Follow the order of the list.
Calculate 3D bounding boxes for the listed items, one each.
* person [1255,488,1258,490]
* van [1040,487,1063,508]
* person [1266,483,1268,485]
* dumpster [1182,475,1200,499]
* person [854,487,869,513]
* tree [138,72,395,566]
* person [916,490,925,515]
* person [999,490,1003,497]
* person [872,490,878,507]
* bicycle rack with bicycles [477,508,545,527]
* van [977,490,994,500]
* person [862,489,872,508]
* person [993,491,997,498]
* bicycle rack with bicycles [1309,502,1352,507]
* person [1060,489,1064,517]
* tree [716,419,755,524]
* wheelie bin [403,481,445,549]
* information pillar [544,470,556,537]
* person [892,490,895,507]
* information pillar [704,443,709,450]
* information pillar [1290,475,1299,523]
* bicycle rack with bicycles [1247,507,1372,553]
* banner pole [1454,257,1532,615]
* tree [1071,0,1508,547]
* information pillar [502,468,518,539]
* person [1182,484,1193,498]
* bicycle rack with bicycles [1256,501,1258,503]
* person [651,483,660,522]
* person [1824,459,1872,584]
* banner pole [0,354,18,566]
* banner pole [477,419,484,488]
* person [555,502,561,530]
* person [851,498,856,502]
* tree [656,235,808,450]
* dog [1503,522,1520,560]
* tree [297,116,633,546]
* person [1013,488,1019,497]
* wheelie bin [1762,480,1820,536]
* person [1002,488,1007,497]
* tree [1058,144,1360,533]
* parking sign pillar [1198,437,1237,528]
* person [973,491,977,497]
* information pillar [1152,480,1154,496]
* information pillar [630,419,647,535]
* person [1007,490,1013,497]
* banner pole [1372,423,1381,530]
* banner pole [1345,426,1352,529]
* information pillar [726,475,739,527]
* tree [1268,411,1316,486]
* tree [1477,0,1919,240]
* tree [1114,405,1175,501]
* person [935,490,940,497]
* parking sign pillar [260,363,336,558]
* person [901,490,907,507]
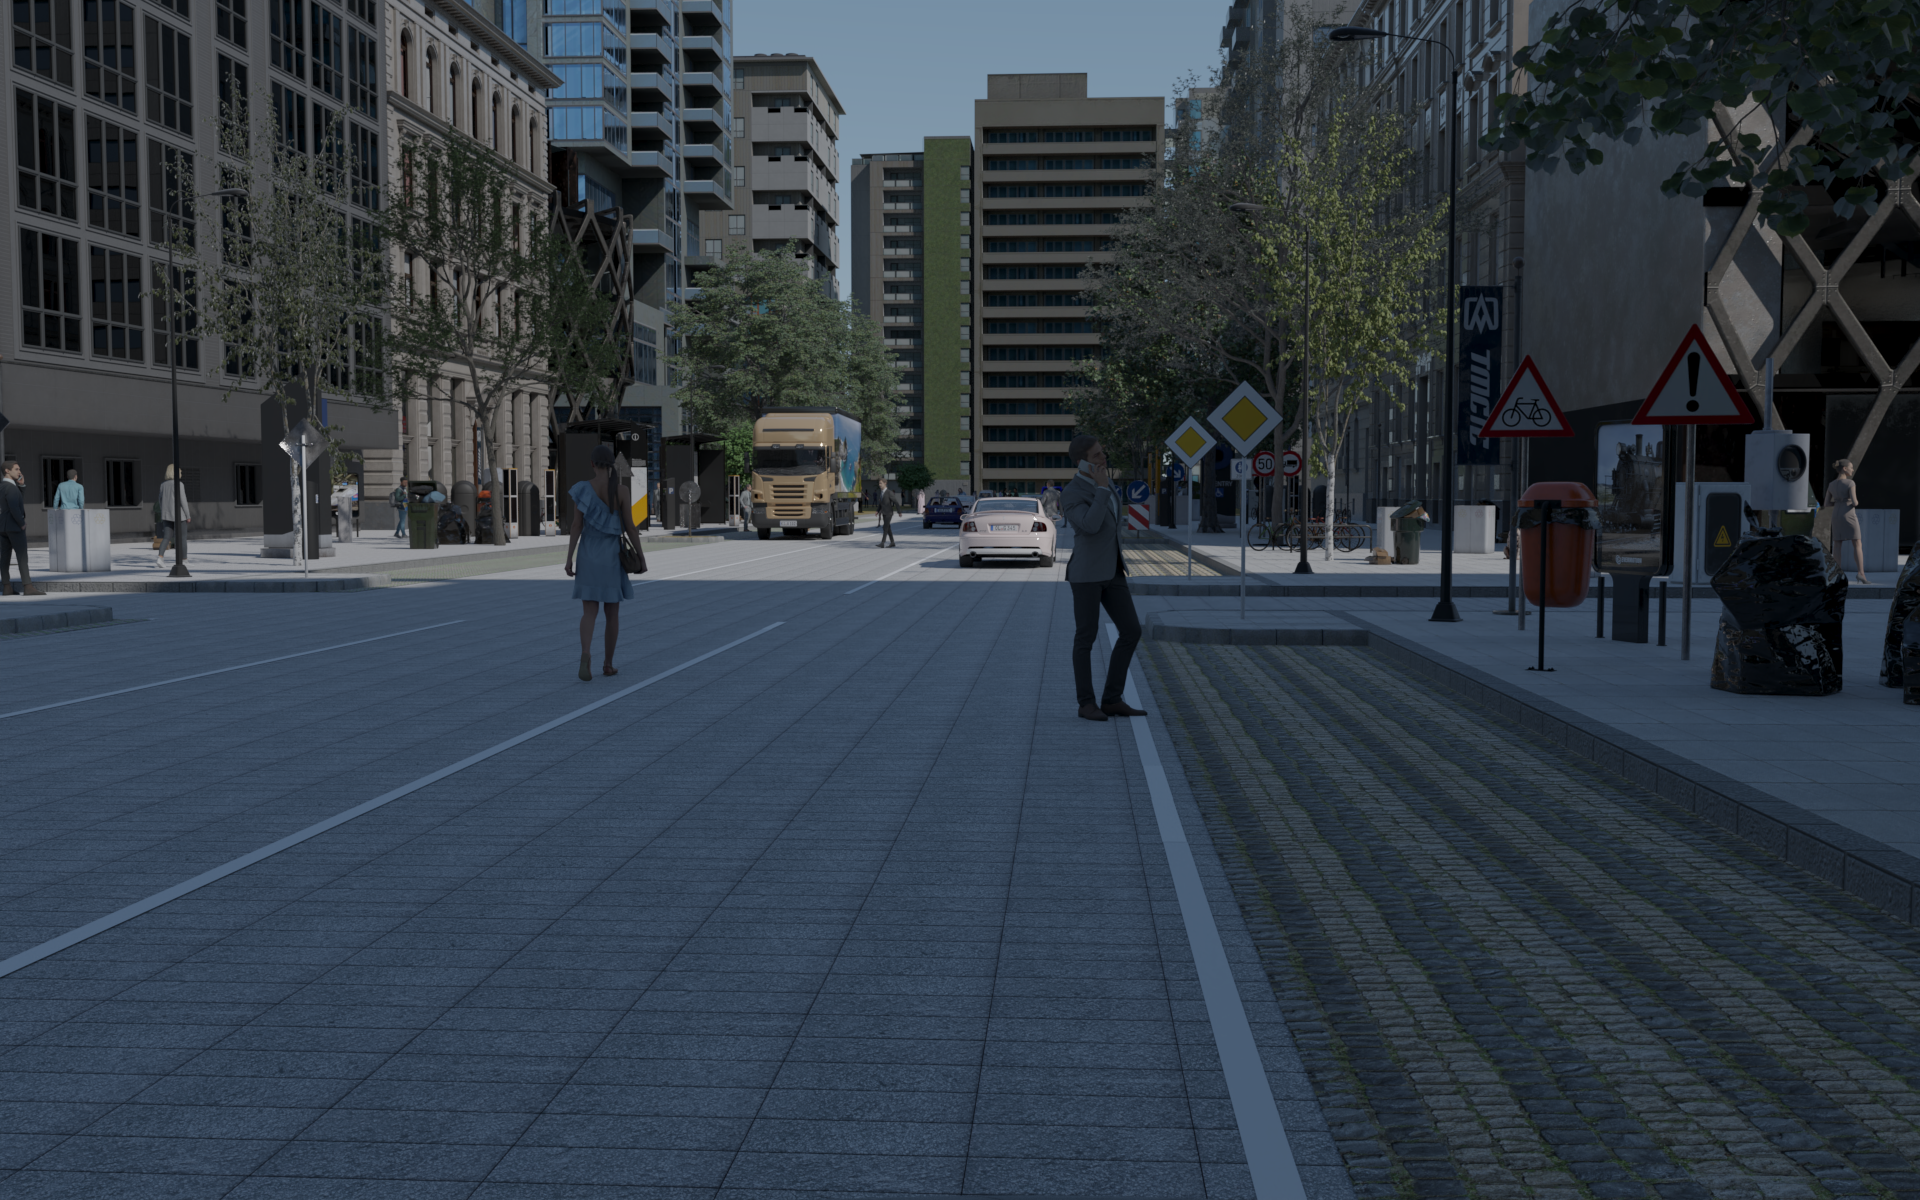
[{"bbox_3d":[19.923,-6.710,116.683,0.436,1.711,0.756,-3,5,-40],"label":"person"},{"bbox_3d":[7.694,-8.539,144.004,2.240,2.365,5.245,0,4,4],"label":"van"},{"bbox_3d":[14.548,-4.626,81.705,0.620,1.820,0.660,-2,4,-30],"label":"person"},{"bbox_3d":[11.773,-5.260,88.487,1.502,2.255,1.985,0,4,3],"label":"dumpster"},{"bbox_3d":[-6.739,-6.800,117.360,1.348,1.807,0.705,3,5,43],"label":"person"},{"bbox_3d":[-11.876,-4.900,30.473,4.360,8.622,3.978,0,3,0],"label":"tree"},{"bbox_3d":[-2.687,-6.768,119.825,0.621,1.740,0.551,3,4,38],"label":"person"},{"bbox_3d":[4.188,-10.032,172.397,0.599,1.838,0.709,0,4,6],"label":"person"},{"bbox_3d":[-8.245,-9.890,168.665,0.530,1.710,0.541,-2,4,-34],"label":"person"},{"bbox_3d":[-17.100,-3.163,65.104,2.925,0.926,2.852,2,4,33],"label":"bicycle rack with bicycles"},{"bbox_3d":[2.635,-10.303,175.460,2.013,2.044,4.112,0,4,5],"label":"van"},{"bbox_3d":[-8.791,-9.510,162.214,1.217,1.739,0.721,-1,4,-23],"label":"person"},{"bbox_3d":[3.387,-9.584,165.756,0.434,1.755,0.990,0,4,-8],"label":"person"},{"bbox_3d":[15.865,-3.827,75.958,2.852,0.926,2.925,0,4,6],"label":"bicycle rack with bicycles"},{"bbox_3d":[6.504,-6.048,108.169,0.721,1.735,1.217,-3,5,-40],"label":"person"},{"bbox_3d":[-9.265,-5.623,75.651,4.285,4.588,4.351,0,3,0],"label":"tree"},{"bbox_3d":[-12.505,-1.987,40.399,0.980,1.594,0.693,-1,4,-9],"label":"wheelie bin"},{"bbox_3d":[-12.377,-2.922,52.265,0.304,2.012,0.304,-1,4,-16],"label":"information pillar"},{"bbox_3d":[-6.821,-10.270,174.680,0.721,1.743,1.217,-1,4,-20],"label":"person"},{"bbox_3d":[-11.613,-5.391,79.504,0.183,3.616,0.504,1,4,15],"label":"information pillar"},{"bbox_3d":[12.907,-3.826,67.039,0.304,2.012,0.304,-3,4,-38],"label":"information pillar"},{"bbox_3d":[7.885,-1.549,38.714,2.925,0.926,2.852,0,4,-1],"label":"bicycle rack with bicycles"},{"bbox_3d":[5.664,-1.734,18.370,0.863,3.779,0.401,0,4,-3],"label":"banner pole"},{"bbox_3d":[7.976,-8.080,42.473,12.009,13.543,11.850,0,3,0],"label":"tree"},{"bbox_3d":[-12.886,-2.761,49.628,0.304,2.012,0.304,2,4,34],"label":"information pillar"},{"bbox_3d":[10.559,-4.543,80.591,0.520,1.790,0.573,0,4,3],"label":"person"},{"bbox_3d":[15.723,-4.358,84.641,2.852,0.926,2.925,0,4,-7],"label":"bicycle rack with bicycles"},{"bbox_3d":[-13.885,-4.495,79.643,0.694,1.812,0.767,0,4,7],"label":"person"},{"bbox_3d":[12.759,-1.131,24.882,0.374,1.781,0.599,-2,4,-24],"label":"person"},{"bbox_3d":[-17.354,-2.501,30.914,0.863,3.779,0.401,-1,4,-18],"label":"banner pole"},{"bbox_3d":[-15.761,-4.097,56.995,0.401,3.779,0.863,0,4,1],"label":"banner pole"},{"bbox_3d":[-14.302,-3.103,61.028,0.590,1.304,0.306,-1,4,-22],"label":"person"},{"bbox_3d":[-8.683,-8.251,140.949,1.348,1.824,0.705,0,4,-1],"label":"person"},{"bbox_3d":[-9.649,-10.882,84.581,9.857,13.997,8.962,0,3,0],"label":"tree"},{"bbox_3d":[10.956,-1.201,34.022,0.800,0.831,0.513,-3,5,-43],"label":"dog"},{"bbox_3d":[-11.714,-6.641,42.986,7.601,10.594,8.767,3,4,36],"label":"tree"},{"bbox_3d":[3.592,-6.363,112.550,0.705,1.821,1.348,-1,4,-20],"label":"person"},{"bbox_3d":[13.719,-1.277,28.783,0.980,1.594,0.693,0,4,-6],"label":"wheelie bin"},{"bbox_3d":[2.761,-5.851,104.174,0.705,1.822,1.348,-1,4,-9],"label":"person"},{"bbox_3d":[8.246,-8.553,56.855,9.611,12.733,9.660,0,3,0],"label":"tree"},{"bbox_3d":[9.703,-4.688,65.117,1.447,3.967,1.447,0,4,-1],"label":"parking sign pillar"},{"bbox_3d":[1.335,-8.892,154.553,0.551,1.740,0.621,3,5,43],"label":"person"},{"bbox_3d":[10.246,-5.274,90.728,0.304,2.012,0.304,-2,4,-23],"label":"information pillar"},{"bbox_3d":[-10.050,-3.838,54.112,0.504,3.616,0.183,-1,4,-18],"label":"information pillar"},{"bbox_3d":[3.949,-7.981,139.507,1.217,1.766,0.721,3,5,45],"label":"person"},{"bbox_3d":[14.906,-4.376,61.563,0.401,3.779,0.863,1,4,18],"label":"banner pole"},{"bbox_3d":[14.215,-4.501,63.606,0.401,3.779,0.863,1,4,21],"label":"banner pole"},{"bbox_3d":[-8.918,-3.905,68.339,0.304,2.012,0.304,2,4,30],"label":"information pillar"},{"bbox_3d":[16.015,-8.449,88.504,4.360,8.622,3.978,0,3,0],"label":"tree"},{"bbox_3d":[5.161,-6.081,6.086,9.857,13.997,8.962,0,3,0],"label":"tree"},{"bbox_3d":[11.083,-8.758,93.562,4.737,8.622,4.395,0,3,0],"label":"tree"},{"bbox_3d":[-2.311,-10.394,176.649,0.551,1.740,0.621,1,4,9],"label":"person"},{"bbox_3d":[-13.516,-2.862,35.260,1.447,3.967,1.447,1,4,12],"label":"parking sign pillar"},{"bbox_3d":[-5.869,-10.561,178.729,0.705,1.822,1.348,-2,4,-24],"label":"person"}]
